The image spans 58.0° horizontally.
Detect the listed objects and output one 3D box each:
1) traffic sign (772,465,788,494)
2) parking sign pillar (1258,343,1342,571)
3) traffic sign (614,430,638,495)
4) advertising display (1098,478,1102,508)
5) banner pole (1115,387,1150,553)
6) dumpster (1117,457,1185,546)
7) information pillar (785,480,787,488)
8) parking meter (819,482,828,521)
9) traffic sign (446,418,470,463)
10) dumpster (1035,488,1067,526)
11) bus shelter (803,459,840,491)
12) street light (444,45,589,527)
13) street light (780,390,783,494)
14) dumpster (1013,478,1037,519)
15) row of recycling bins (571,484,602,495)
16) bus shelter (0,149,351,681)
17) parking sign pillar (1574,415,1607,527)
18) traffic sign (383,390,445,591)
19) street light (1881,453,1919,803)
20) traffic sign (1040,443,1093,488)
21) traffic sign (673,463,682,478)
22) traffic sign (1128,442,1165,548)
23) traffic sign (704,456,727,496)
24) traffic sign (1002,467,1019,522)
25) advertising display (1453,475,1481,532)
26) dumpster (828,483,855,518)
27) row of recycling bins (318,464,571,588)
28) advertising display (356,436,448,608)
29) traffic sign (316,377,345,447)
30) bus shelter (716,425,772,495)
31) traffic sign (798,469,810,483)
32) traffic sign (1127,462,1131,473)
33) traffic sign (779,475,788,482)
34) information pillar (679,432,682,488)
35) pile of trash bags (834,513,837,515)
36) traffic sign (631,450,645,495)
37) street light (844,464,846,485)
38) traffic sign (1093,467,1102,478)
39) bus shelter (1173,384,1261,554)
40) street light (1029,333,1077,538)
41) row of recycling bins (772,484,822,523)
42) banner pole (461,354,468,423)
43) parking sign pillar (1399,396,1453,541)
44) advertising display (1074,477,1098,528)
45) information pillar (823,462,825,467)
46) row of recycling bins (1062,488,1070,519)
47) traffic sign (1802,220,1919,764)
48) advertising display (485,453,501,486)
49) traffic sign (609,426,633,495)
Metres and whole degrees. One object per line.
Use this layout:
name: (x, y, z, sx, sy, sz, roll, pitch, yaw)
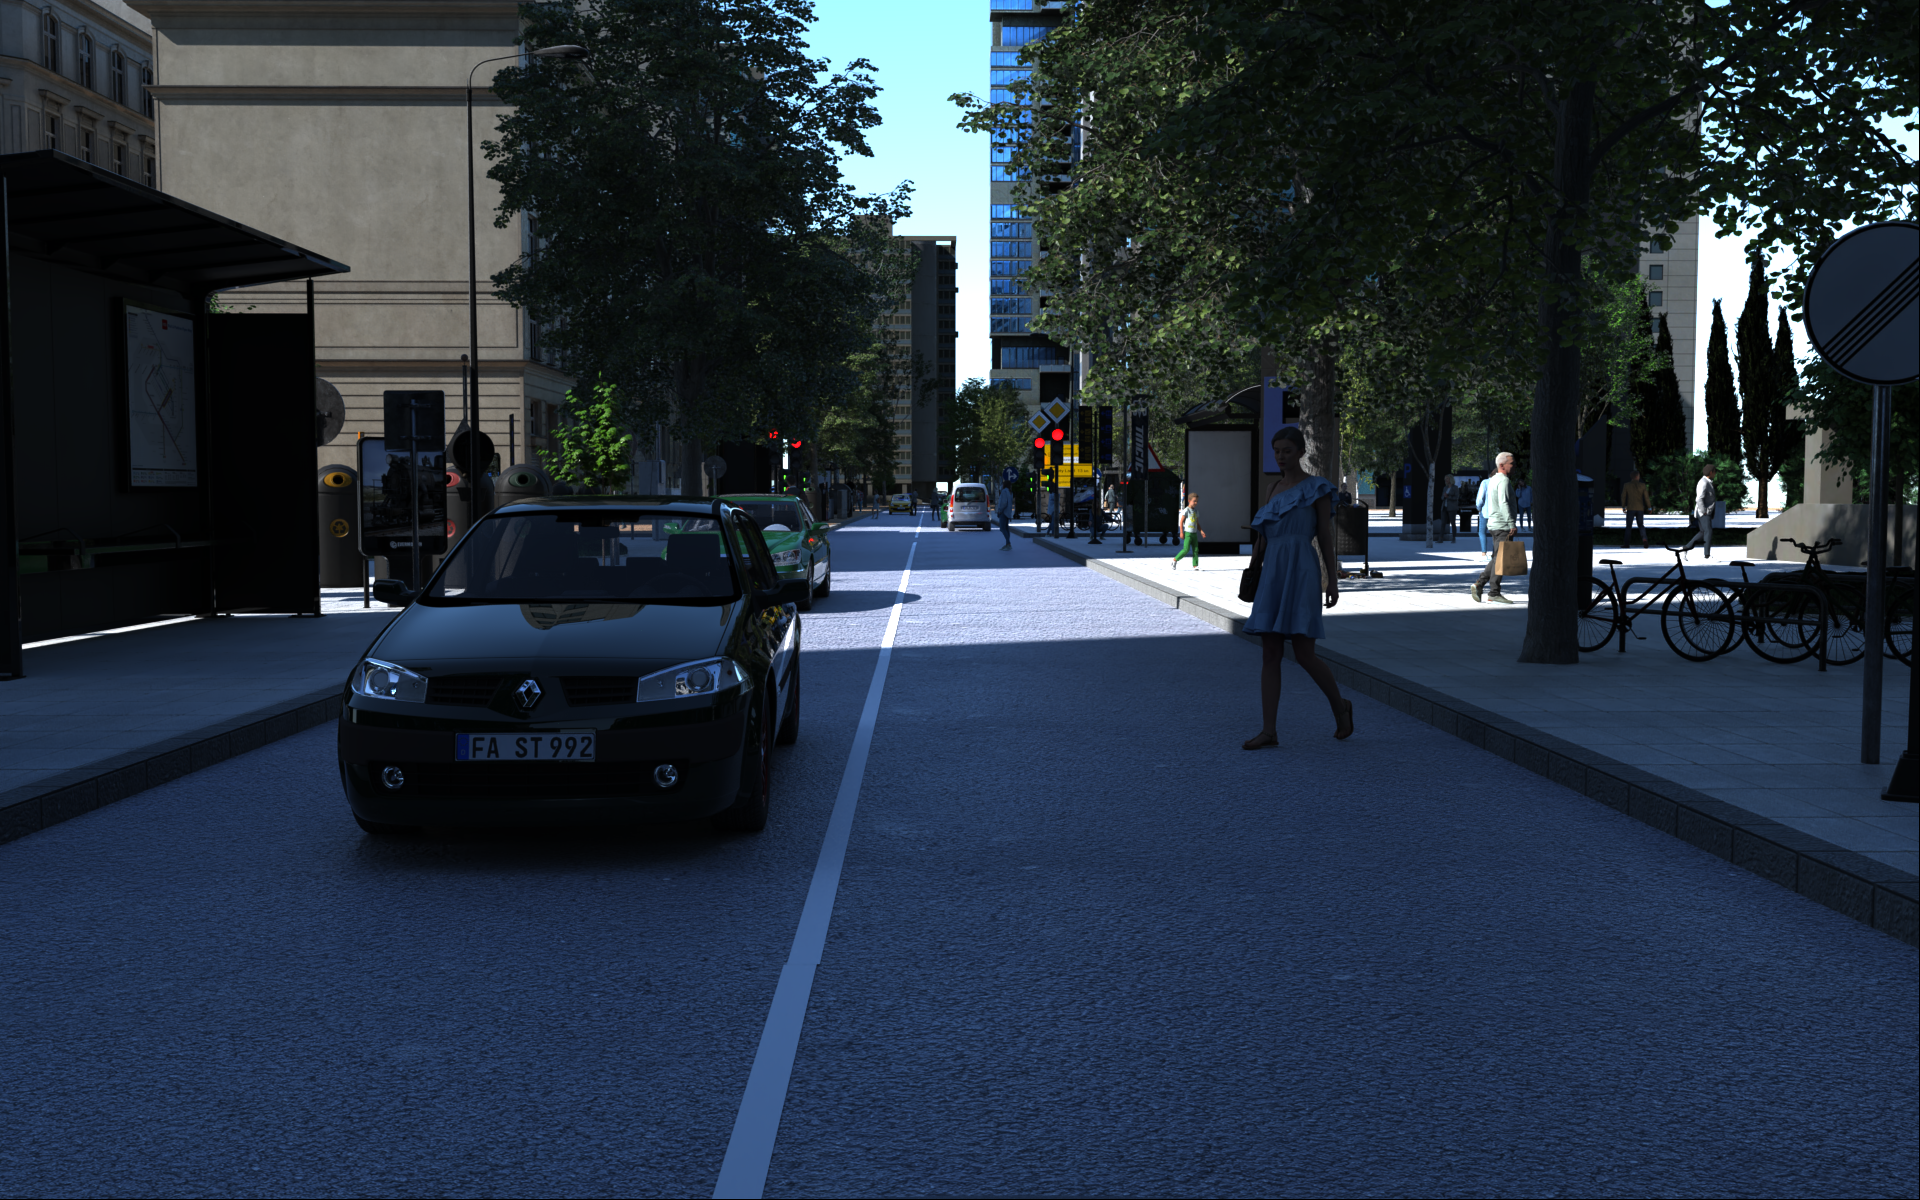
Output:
traffic sign: (-7.109, -4.144, 67.765, 0.884, 2.594, 0.081, 0, 4, 5)
parking sign pillar: (5.634, -2.464, 28.754, 1.447, 3.967, 1.447, 1, 4, 13)
traffic sign: (-6.185, -1.901, 31.184, 0.768, 2.556, 0.104, 0, 4, -1)
advertising display: (5.127, -3.847, 68.108, 0.974, 1.923, 0.123, 3, 4, 38)
banner pole: (3.815, -2.937, 38.041, 0.863, 3.779, 0.401, -2, 4, -30)
dumpster: (4.817, -2.520, 43.698, 1.502, 2.255, 1.985, 0, 4, -1)
information pillar: (-8.629, -4.911, 84.791, 0.304, 2.012, 0.304, 0, 4, 6)
parking meter: (-6.526, -4.705, 82.643, 0.399, 1.863, 0.255, -2, 4, -31)
traffic sign: (-8.520, -1.822, 29.788, 0.884, 2.594, 0.081, 0, 4, 0)
dumpster: (3.734, -3.998, 71.120, 1.264, 1.857, 1.865, 0, 4, -1)
bus shelter: (-8.163, -6.582, 101.534, 2.014, 3.302, 5.546, 0, 4, -1)
street light: (-4.540, -2.786, 18.084, 1.470, 5.913, 1.316, 0, 4, -1)
street light: (-5.403, -5.211, 57.735, 1.470, 5.913, 1.316, 0, 4, -1)
dumpster: (3.398, -5.362, 90.159, 1.502, 2.255, 1.985, 0, 4, -1)
row of recycling bins: (-13.799, -3.136, 58.379, 3.534, 1.692, 1.069, 0, 4, 3)
bus shelter: (-7.094, -1.446, 14.919, 1.731, 3.624, 6.357, 0, 4, -1)
parking sign pillar: (21.287, -4.292, 58.640, 1.447, 3.967, 1.447, -2, 4, -35)
traffic sign: (-5.380, -0.916, 17.102, 0.606, 2.300, 0.079, 0, 4, 3)
street light: (3.506, -2.115, 7.122, 1.470, 5.913, 1.316, 0, 4, -1)
traffic sign: (4.213, -4.632, 69.599, 2.265, 3.308, 0.079, 0, 4, 2)
traffic sign: (-9.268, -3.587, 58.647, 0.884, 2.594, 0.081, 0, 3, 0)
traffic sign: (4.449, -2.532, 41.398, 0.884, 2.594, 0.081, 0, 4, 3)
traffic sign: (-8.123, -3.506, 57.430, 0.768, 2.556, 0.104, 0, 4, 4)
traffic sign: (2.342, -4.893, 80.111, 0.768, 2.556, 0.104, 0, 4, 4)
advertising display: (17.083, -3.258, 58.476, 0.974, 1.923, 0.123, 2, 4, 30)
dumpster: (-6.557, -5.426, 94.481, 1.264, 1.857, 1.865, 0, 4, -1)
row of recycling bins: (-7.284, -1.023, 23.833, 3.534, 1.692, 1.069, 0, 4, 8)
advertising display: (-6.319, -0.883, 19.656, 0.974, 1.923, 0.123, -2, 4, -33)
traffic sign: (-7.048, -1.145, 18.825, 0.768, 2.556, 0.104, 0, 4, 7)
bus shelter: (-7.519, -4.329, 62.065, 1.731, 3.624, 6.357, 0, 4, -1)
traffic sign: (-7.829, -5.260, 86.105, 0.768, 2.556, 0.104, 0, 4, 4)
traffic sign: (6.571, -3.918, 64.171, 0.768, 2.556, 0.104, 0, 4, 4)
traffic sign: (-9.958, -5.968, 97.689, 0.768, 2.556, 0.104, 0, 4, 8)
information pillar: (-9.531, -4.189, 59.850, 0.183, 3.616, 0.504, -3, 5, -43)
pile of trash bags: (-8.173, -6.031, 108.360, 1.912, 1.369, 3.447, 1, 4, 9)
traffic sign: (-9.211, -2.969, 48.642, 0.768, 2.556, 0.104, 0, 4, 8)
street light: (-6.160, -7.862, 101.091, 1.470, 5.913, 1.316, 0, 4, -1)
traffic sign: (6.263, -4.970, 81.373, 0.768, 2.556, 0.104, 0, 4, 0)
bus shelter: (5.611, -2.474, 34.377, 2.014, 3.302, 5.546, 0, 4, -1)
street light: (2.700, -4.737, 49.995, 1.470, 5.913, 1.316, 0, 4, -1)
row of recycling bins: (-7.388, -4.042, 73.198, 3.534, 1.692, 1.069, 2, 4, 27)
banner pole: (-8.797, -2.497, 30.845, 0.401, 3.779, 0.863, -1, 4, -15)
parking sign pillar: (12.879, -3.625, 47.743, 1.447, 3.967, 1.447, -1, 4, -21)
advertising display: (4.652, -3.692, 65.584, 0.974, 1.923, 0.123, 0, 4, 2)
information pillar: (-9.944, -8.271, 126.591, 0.183, 3.616, 0.504, 0, 4, 1)
row of recycling bins: (5.365, -5.027, 89.309, 1.069, 1.692, 3.534, 0, 4, 2)
traffic sign: (4.344, -0.494, 8.185, 0.768, 2.556, 0.104, 0, 4, 7)
advertising display: (-7.309, -1.313, 26.677, 0.123, 1.923, 0.974, 0, 4, 7)
traffic sign: (-6.098, -1.848, 30.322, 0.768, 2.556, 0.104, 0, 4, 7)
